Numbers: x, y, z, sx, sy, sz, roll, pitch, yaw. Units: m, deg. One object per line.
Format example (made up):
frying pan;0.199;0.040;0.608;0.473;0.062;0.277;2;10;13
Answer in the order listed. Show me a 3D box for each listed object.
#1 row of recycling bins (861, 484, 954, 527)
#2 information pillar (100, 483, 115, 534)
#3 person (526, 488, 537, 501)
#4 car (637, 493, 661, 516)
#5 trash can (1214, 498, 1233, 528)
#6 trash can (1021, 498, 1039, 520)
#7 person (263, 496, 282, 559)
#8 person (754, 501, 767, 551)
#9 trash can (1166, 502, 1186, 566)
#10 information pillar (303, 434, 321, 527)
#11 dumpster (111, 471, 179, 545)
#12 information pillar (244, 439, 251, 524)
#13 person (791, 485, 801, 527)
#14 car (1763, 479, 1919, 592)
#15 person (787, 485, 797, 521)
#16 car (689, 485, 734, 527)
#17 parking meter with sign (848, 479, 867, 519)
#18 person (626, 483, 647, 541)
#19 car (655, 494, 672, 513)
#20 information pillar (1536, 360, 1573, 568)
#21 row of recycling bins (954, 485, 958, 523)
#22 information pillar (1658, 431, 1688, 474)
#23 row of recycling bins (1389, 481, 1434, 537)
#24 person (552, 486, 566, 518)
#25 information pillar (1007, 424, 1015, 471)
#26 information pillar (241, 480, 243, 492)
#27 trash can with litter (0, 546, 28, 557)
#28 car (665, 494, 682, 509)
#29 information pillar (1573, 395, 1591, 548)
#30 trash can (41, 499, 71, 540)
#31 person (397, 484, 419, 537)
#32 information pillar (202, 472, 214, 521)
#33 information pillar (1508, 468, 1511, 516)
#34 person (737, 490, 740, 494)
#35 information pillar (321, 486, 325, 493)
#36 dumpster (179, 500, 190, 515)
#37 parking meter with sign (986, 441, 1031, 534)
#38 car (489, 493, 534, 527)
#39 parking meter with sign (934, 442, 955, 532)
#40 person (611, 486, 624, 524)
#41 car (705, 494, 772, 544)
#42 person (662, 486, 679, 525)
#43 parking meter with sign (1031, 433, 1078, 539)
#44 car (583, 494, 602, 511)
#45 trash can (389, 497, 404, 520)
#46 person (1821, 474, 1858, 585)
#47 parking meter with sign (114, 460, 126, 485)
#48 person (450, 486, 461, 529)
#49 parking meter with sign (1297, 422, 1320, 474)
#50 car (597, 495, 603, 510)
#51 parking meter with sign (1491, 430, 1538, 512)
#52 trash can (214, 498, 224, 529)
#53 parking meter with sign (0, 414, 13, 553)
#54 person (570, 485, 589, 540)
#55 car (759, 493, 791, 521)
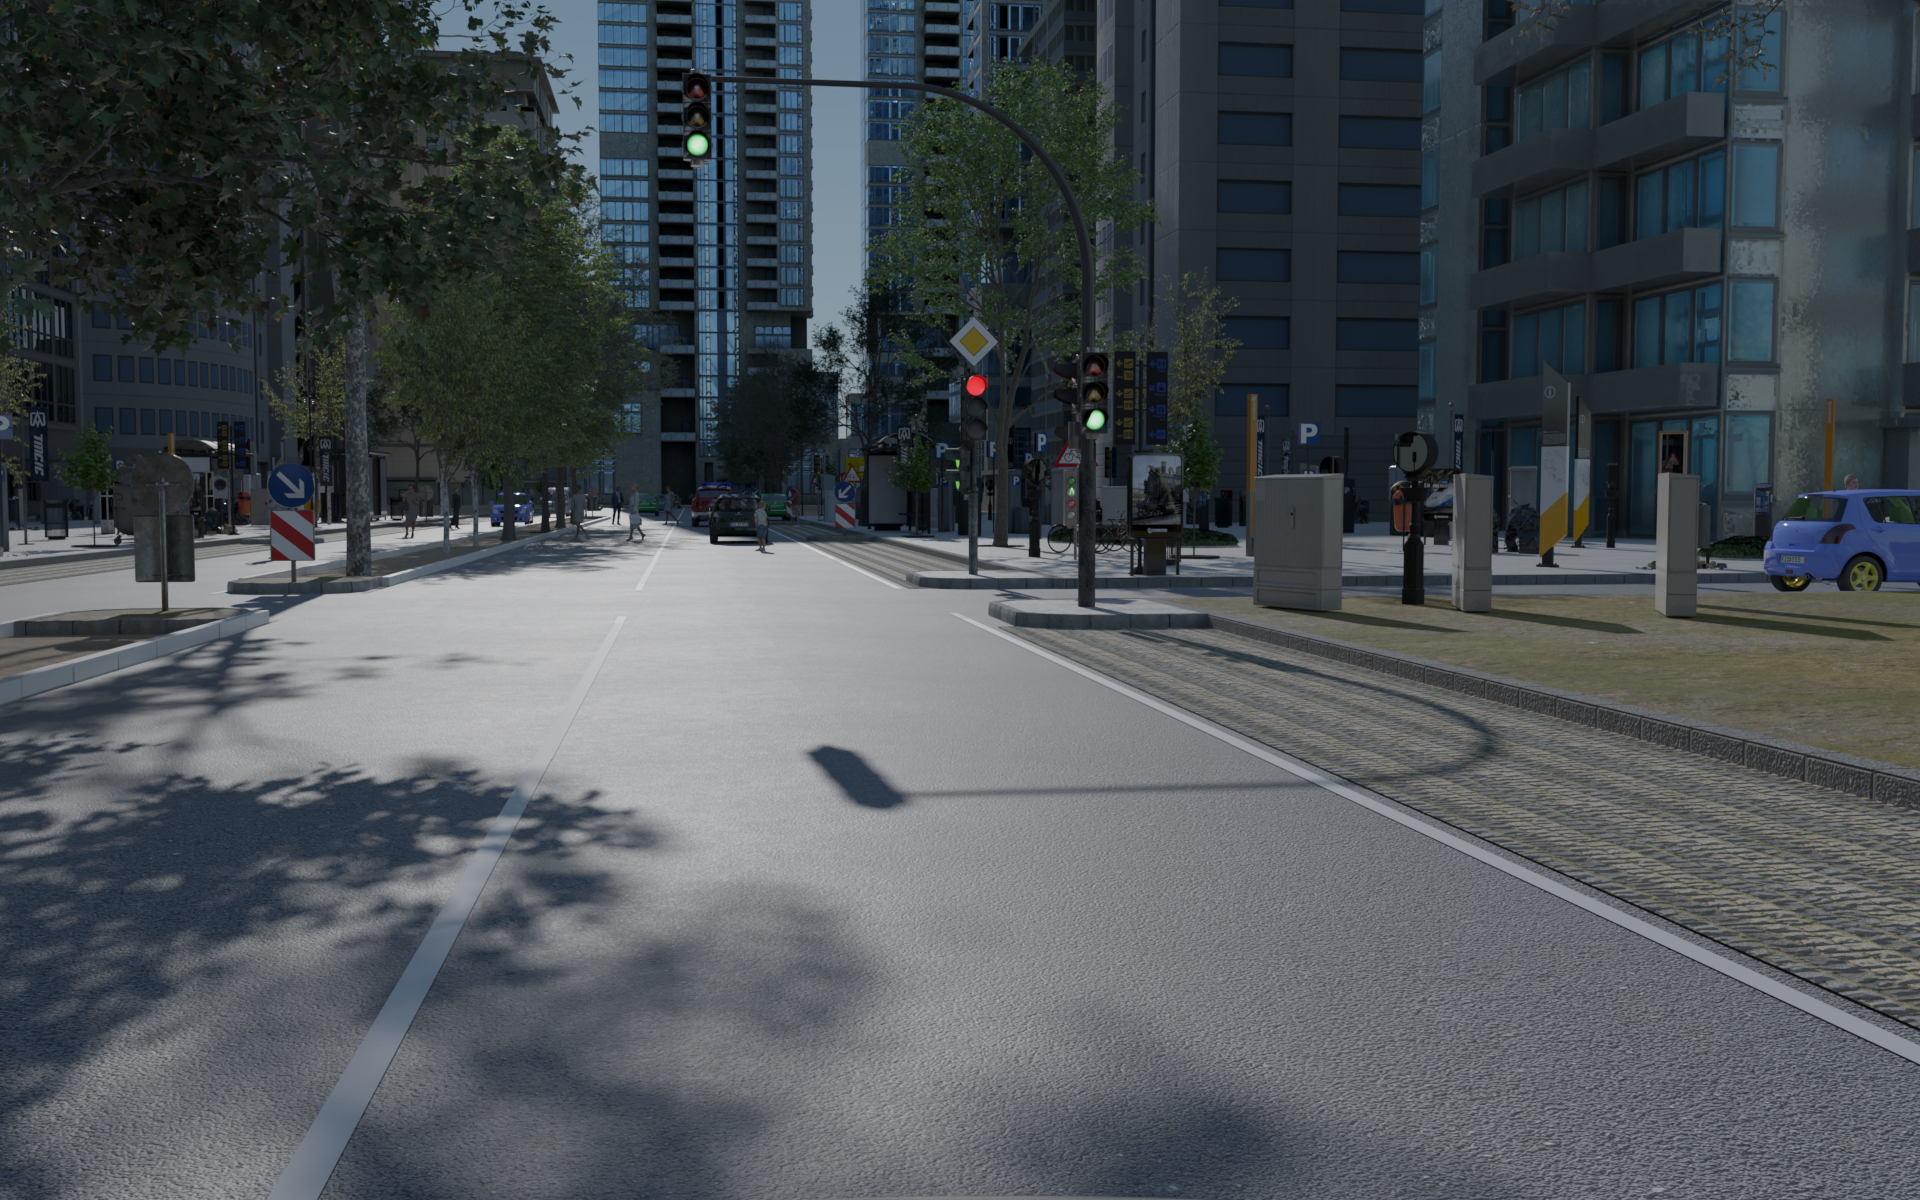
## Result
row of recycling bins;-2.170;-3.768;68.714;3.534;1.692;1.069;-1;4;-8
information pillar;-27.264;-3.112;55.378;0.304;2.012;0.304;1;4;19
person;-30.017;-6.856;120.584;0.705;1.826;1.348;2;4;33
car;-20.606;-6.399;113.423;1.959;1.807;4.718;-1;4;-9
trash can;10.006;-3.315;65.859;0.748;1.137;0.748;0;3;0
trash can;2.614;-3.226;64.396;0.748;1.137;0.748;0;3;0
person;-15.105;-1.800;38.103;0.511;1.800;0.466;3;5;41
person;-5.000;-1.848;43.395;0.332;1.250;0.352;0;4;7
trash can;3.680;-1.194;31.176;0.748;1.137;0.748;0;3;0
information pillar;-25.277;-4.648;67.352;0.504;3.616;0.183;1;4;13
dumpster;-20.906;-2.368;44.479;1.264;1.857;1.865;-1;4;-9
information pillar;-30.210;-5.021;73.443;0.504;3.616;0.183;3;5;42
person;-7.058;-4.037;74.485;0.573;1.828;0.580;-3;5;-41
car;13.448;-0.920;24.626;3.694;1.707;1.945;-1;4;-11
person;-7.857;-4.492;81.722;0.659;1.850;0.755;-3;4;-37
car;-10.932;-4.193;77.224;2.281;1.827;5.304;-1;4;-8
parking meter with sign;-5.004;-5.617;88.100;0.543;3.016;1.738;2;4;34
person;-9.933;-2.705;53.076;0.624;1.780;0.694;-1;4;-8
car;-22.729;-7.301;131.371;2.014;1.417;4.499;-1;4;-10
information pillar;10.378;-2.379;30.251;0.183;3.616;0.504;-3;5;-43
row of recycling bins;-0.462;-4.285;77.171;1.069;1.692;3.534;-2;4;-26
information pillar;8.349;-0.968;20.321;0.304;2.012;0.304;2;4;25
row of recycling bins;14.131;-2.756;52.167;1.069;1.692;3.534;-1;4;-17
person;-18.358;-4.318;79.206;0.635;1.810;0.391;-3;4;-38
information pillar;1.676;-4.094;58.283;0.183;3.616;0.504;-3;5;-42
information pillar;-37.515;-5.278;90.789;0.304;2.012;0.304;-2;4;-24
trash can with litter;-20.447;-1.496;35.524;2.233;1.210;1.678;1;4;22
car;-28.521;-9.743;171.094;2.131;1.459;4.920;0;4;-8
information pillar;14.803;-3.050;41.228;0.504;3.616;0.183;-2;4;-35
trash can;-25.471;-2.273;48.811;0.748;1.137;0.748;0;3;0
person;-18.452;-3.000;57.910;0.716;1.782;0.532;-1;4;-12
information pillar;-24.708;-3.202;56.851;0.304;2.012;0.304;2;4;26
information pillar;15.549;-2.696;48.568;0.304;2.012;0.304;1;4;10
person;-21.931;-10.008;172.231;0.705;1.812;1.348;3;5;42
information pillar;-34.585;-6.257;93.654;0.183;3.616;0.504;2;4;28
dumpster;-24.056;-3.055;52.441;1.502;2.255;1.985;-1;4;-9
parking meter with sign;1.601;-3.662;56.136;0.543;3.016;1.738;-3;4;-37
car;-20.098;-4.167;77.715;1.945;1.707;3.694;-1;4;-10
parking meter with sign;-0.480;-3.841;59.059;0.543;3.016;1.738;0;4;8
person;-16.255;-4.486;82.025;0.721;1.800;0.419;-2;4;-35
car;-6.599;-2.558;51.615;2.009;1.686;4.222;0;4;-8
person;-13.335;-4.345;79.631;0.778;1.811;0.616;-1;4;-20
parking meter with sign;2.957;-3.220;48.914;1.738;3.016;0.543;3;4;37
car;-31.665;-8.329;147.975;2.131;1.459;4.920;0;4;-8
trash can;-27.395;-4.440;84.242;0.748;1.137;0.748;0;3;0
person;13.896;-1.113;27.365;0.598;1.740;0.731;2;4;23
parking meter with sign;-42.455;-5.623;88.202;0.543;3.016;1.738;-3;5;-44
person;-20.535;-3.759;70.383;0.534;1.772;0.576;-2;4;-27
parking meter with sign;8.696;-2.856;42.952;0.543;3.016;1.738;1;4;15
car;-34.032;-9.048;160.513;1.945;1.354;3.894;-1;4;-10
parking meter with sign;15.358;-3.113;47.151;1.738;3.016;0.543;1;4;17
trash can;-26.113;-2.988;60.506;0.748;1.137;0.748;0;3;0
parking meter with sign;-21.474;-2.590;38.600;0.543;3.016;1.738;-2;4;-34
person;-11.920;-2.761;54.385;0.760;1.731;0.466;2;4;26
car;-10.112;-5.166;93.266;1.959;1.807;4.718;-1;4;-10
